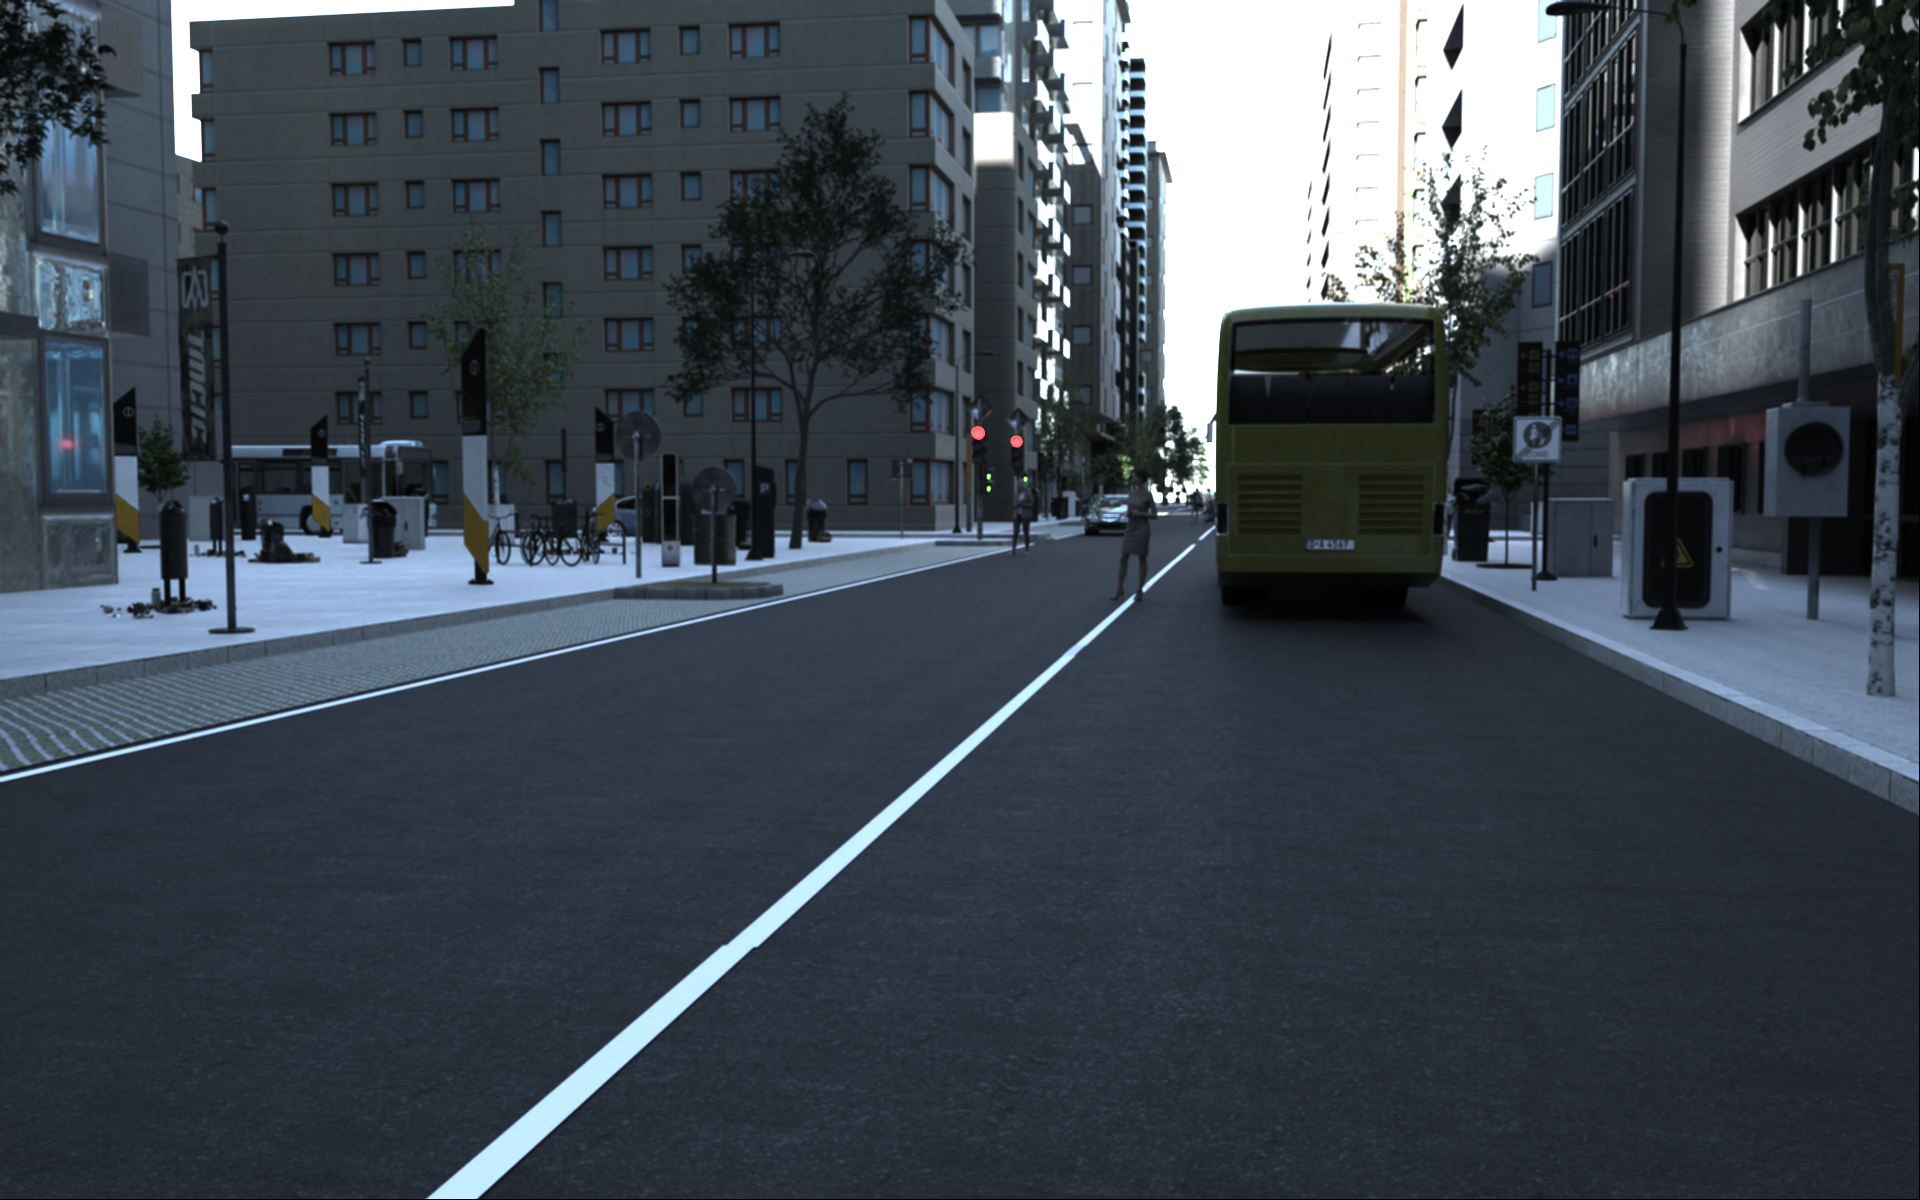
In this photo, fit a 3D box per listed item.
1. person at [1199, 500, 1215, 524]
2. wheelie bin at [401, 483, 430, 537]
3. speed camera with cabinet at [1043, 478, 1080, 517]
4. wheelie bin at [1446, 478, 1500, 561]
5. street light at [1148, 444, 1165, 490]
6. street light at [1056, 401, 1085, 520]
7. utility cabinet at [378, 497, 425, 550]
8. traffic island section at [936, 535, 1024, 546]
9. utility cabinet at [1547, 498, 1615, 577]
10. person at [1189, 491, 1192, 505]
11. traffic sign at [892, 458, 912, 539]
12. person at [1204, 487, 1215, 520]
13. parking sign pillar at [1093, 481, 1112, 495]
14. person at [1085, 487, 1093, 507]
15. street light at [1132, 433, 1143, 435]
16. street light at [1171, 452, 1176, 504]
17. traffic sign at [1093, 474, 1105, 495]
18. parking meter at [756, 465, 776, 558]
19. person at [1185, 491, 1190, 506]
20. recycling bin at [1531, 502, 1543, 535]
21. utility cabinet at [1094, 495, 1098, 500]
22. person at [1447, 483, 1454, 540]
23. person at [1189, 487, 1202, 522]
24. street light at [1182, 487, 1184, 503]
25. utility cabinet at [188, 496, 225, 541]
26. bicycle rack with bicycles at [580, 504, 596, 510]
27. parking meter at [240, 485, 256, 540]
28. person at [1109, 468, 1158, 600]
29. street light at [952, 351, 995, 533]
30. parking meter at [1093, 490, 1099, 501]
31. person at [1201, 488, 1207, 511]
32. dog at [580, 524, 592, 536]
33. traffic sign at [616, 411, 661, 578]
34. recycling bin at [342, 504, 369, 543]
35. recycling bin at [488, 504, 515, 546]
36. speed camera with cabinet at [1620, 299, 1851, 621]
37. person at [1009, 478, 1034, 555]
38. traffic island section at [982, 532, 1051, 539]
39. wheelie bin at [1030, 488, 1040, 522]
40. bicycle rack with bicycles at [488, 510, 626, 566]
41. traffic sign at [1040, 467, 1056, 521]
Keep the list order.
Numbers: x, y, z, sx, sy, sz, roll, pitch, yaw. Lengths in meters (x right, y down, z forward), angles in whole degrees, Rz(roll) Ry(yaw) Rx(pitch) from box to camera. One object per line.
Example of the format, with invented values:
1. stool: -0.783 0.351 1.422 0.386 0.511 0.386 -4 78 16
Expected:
1. person: 11.862 -4.163 82.064 0.738 1.151 1.012 -1 4 -19
2. wheelie bin: -16.162 -2.665 51.481 0.693 1.594 0.980 2 4 26
3. speed camera with cabinet: 5.627 -6.201 95.729 2.038 3.252 0.660 0 4 6
4. wheelie bin: 9.811 -1.541 33.105 0.980 1.594 0.693 0 4 8
5. street light: 18.096 -11.562 161.585 1.470 5.913 1.316 1 4 10
6. street light: 5.519 -6.982 86.694 1.470 5.913 1.316 1 4 10
7. utility cabinet: -12.844 -1.754 39.840 1.020 1.237 0.306 1 4 12
8. traffic island section: 0.537 -1.611 48.616 2.009 0.180 2.903 1 4 10
9. utility cabinet: 9.602 -0.959 26.847 1.020 1.237 0.306 -1 4 -12
10. person: 28.966 -12.808 218.000 1.348 1.812 0.705 -3 5 -41
11. traffic sign: -1.668 -2.913 49.754 0.606 2.300 0.079 1 4 14
12. person: 13.412 -5.187 93.537 0.641 1.798 0.478 -1 4 -22
13. parking sign pillar: 10.430 -8.455 126.710 1.447 3.967 1.447 1 4 20
14. person: 6.102 -4.552 83.175 0.600 1.795 0.529 0 4 7
15. street light: 13.216 -9.751 131.972 1.470 5.913 1.316 1 4 10
16. street light: 23.096 -13.359 190.957 1.470 5.913 1.316 1 4 10
17. traffic sign: 8.796 -6.690 109.488 0.768 2.556 0.104 1 4 18
18. parking meter: -3.895 -1.779 34.798 0.399 1.863 0.255 0 4 -1
19. person: 24.575 -10.864 186.852 0.721 1.736 1.217 2 4 28
20. recycling bin: 18.366 -2.563 54.453 0.722 1.027 0.722 2 4 25
21. utility cabinet: 8.663 -5.969 108.749 0.306 1.237 1.020 1 4 17
22. person: 14.733 -2.661 52.191 0.537 1.800 0.526 0 4 7
23. person: 11.903 -4.811 87.506 0.623 1.781 0.721 0 4 3
24. street light: 26.961 -14.767 213.977 1.470 5.913 1.316 1 4 10
25. utility cabinet: -20.389 -2.197 47.079 1.020 1.237 0.306 0 4 -4
26. bicycle rack with bicycles: -11.993 -2.851 59.999 2.852 0.926 2.925 0 4 -4
27. parking meter: -19.830 -2.436 48.242 0.372 1.533 0.369 0 3 0
28. person: 2.347 -0.888 23.366 0.599 1.781 0.374 3 5 43
29. street light: 0.433 -5.136 56.507 1.470 5.913 1.316 1 4 10
30. parking meter: 8.938 -6.457 113.981 0.372 1.533 0.369 0 3 0
31. person: 17.792 -7.165 125.416 0.659 1.850 0.755 3 4 37
32. dog: -11.695 -2.163 54.649 0.406 0.507 0.540 1 4 9
33. traffic sign: -4.921 -1.611 26.445 0.768 2.556 0.104 1 4 19
34. recycling bin: -15.679 -2.009 45.407 0.722 1.027 0.722 2 4 34
35. recycling bin: -11.573 -1.867 43.079 0.722 1.027 0.722 2 4 24
36. speed camera with cabinet: 7.885 -1.426 17.657 2.038 3.252 0.660 1 4 12
37. person: 1.475 -1.974 40.959 0.537 1.800 0.526 2 4 34
38. traffic island section: 1.862 -2.092 56.491 2.009 0.180 2.903 1 4 10
39. wheelie bin: 3.339 -4.391 79.695 0.693 1.594 0.980 0 4 3
40. bicycle rack with bicycles: -7.393 -1.123 31.746 2.852 0.926 2.925 -2 4 -32
41. traffic sign: 4.162 -5.034 82.415 0.768 2.556 0.104 1 4 17
